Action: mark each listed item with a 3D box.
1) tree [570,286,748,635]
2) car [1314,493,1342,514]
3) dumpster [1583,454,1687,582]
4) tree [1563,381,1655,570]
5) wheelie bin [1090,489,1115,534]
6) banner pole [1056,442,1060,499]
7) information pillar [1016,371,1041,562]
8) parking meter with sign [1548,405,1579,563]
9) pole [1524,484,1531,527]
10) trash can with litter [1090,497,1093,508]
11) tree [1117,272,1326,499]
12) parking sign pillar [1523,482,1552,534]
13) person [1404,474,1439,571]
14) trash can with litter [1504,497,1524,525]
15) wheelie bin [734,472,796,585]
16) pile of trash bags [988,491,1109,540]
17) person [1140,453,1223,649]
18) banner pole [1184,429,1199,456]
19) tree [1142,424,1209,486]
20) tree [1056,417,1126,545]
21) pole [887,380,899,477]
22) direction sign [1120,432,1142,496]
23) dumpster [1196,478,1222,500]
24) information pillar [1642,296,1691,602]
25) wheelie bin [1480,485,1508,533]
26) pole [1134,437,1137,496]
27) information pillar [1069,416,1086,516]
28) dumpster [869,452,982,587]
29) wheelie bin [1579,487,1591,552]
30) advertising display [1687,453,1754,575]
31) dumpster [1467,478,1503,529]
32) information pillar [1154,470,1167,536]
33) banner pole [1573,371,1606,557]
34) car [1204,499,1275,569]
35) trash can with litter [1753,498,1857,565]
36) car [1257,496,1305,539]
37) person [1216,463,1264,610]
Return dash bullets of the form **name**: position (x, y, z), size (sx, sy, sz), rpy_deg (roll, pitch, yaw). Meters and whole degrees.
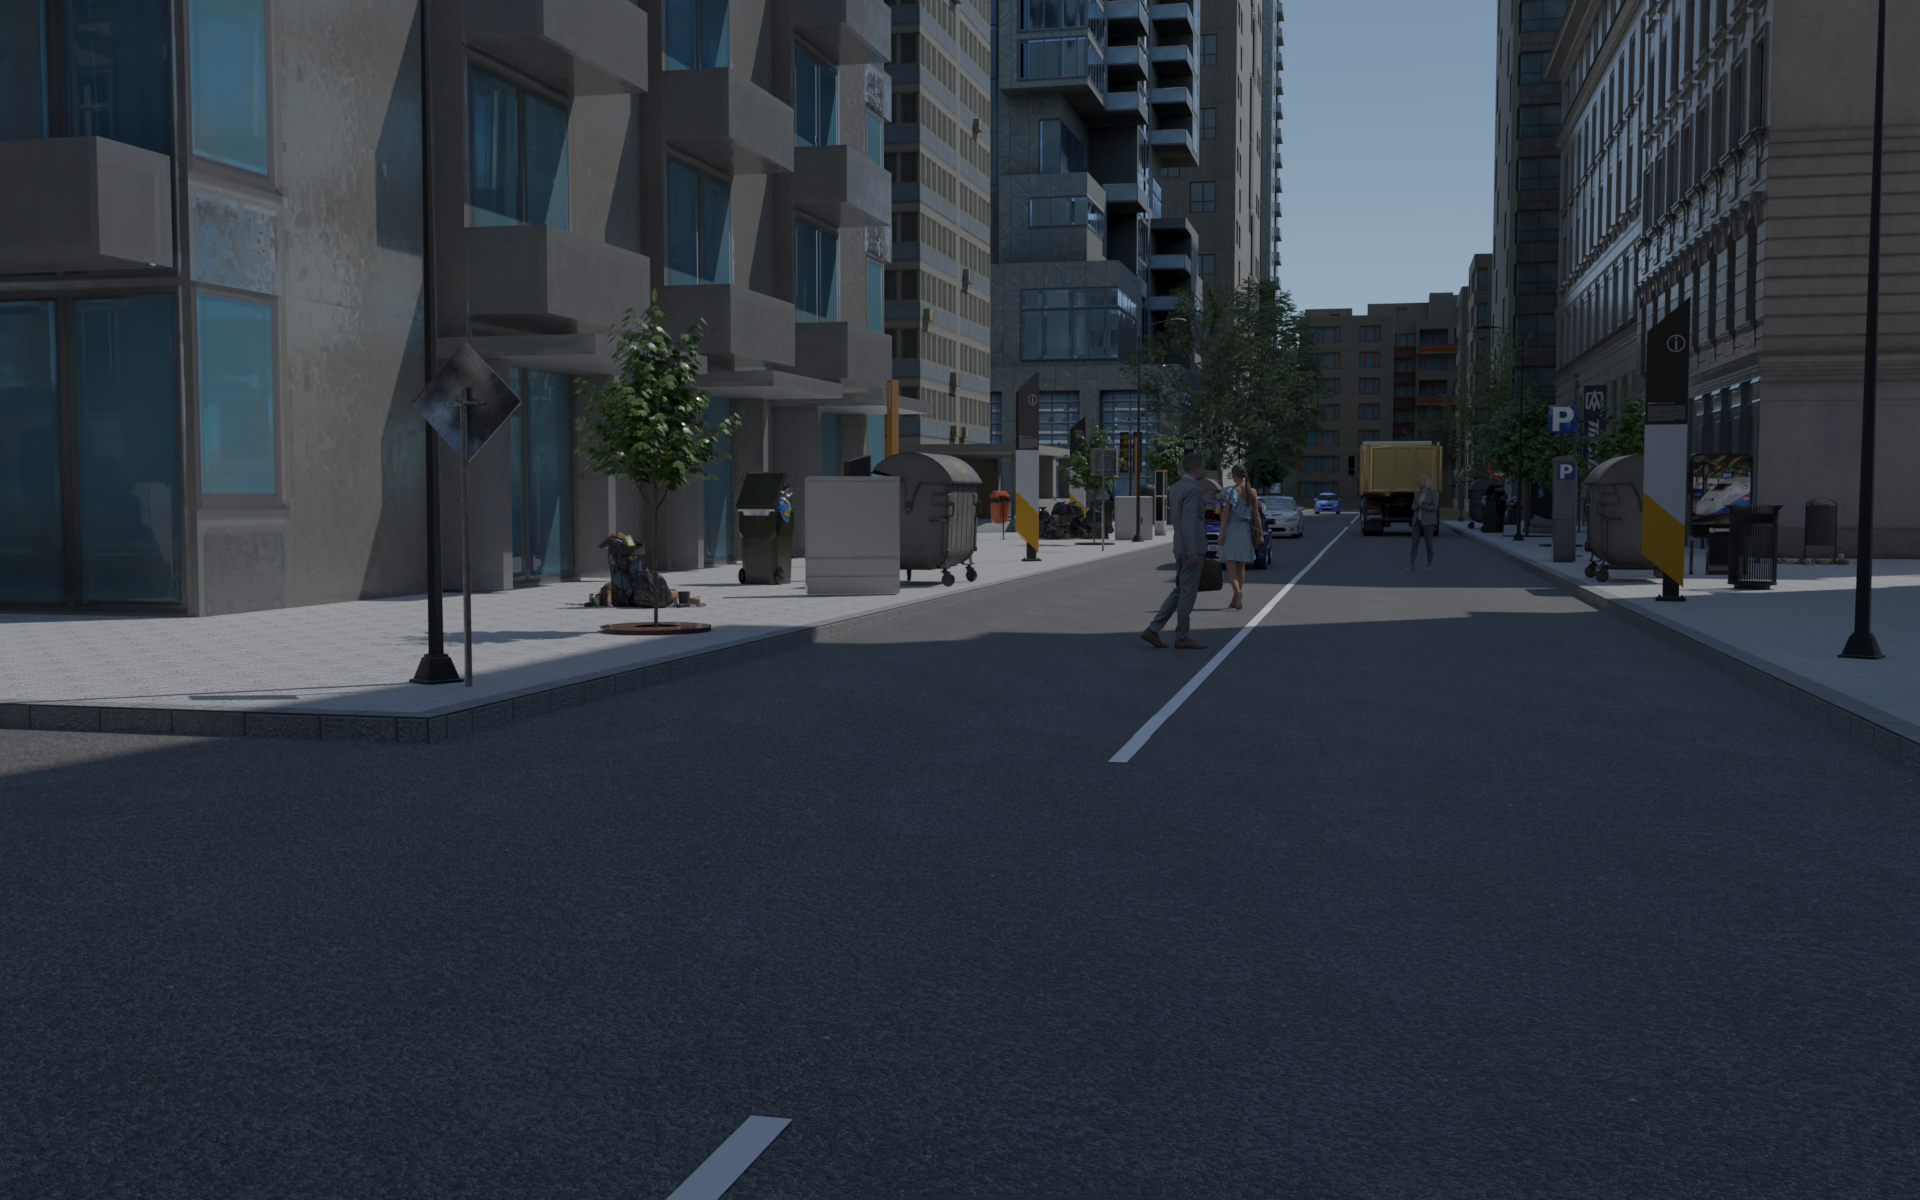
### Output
- **tree**: position (-2.739, -1.321, 16.202), size (1.663, 3.219, 1.824), rpy_deg (0, 3, 0)
- **car**: position (26.170, -6.950, 123.218), size (1.945, 1.707, 3.694), rpy_deg (1, 4, 14)
- **dumpster**: position (9.985, -1.217, 25.652), size (1.264, 1.857, 1.865), rpy_deg (1, 4, 13)
- **tree**: position (11.502, -2.152, 29.791), size (1.663, 3.219, 1.824), rpy_deg (0, 3, 0)
- **wheelie bin**: position (4.618, -2.956, 56.240), size (0.693, 1.594, 0.980), rpy_deg (-1, 4, -22)
- **banner pole**: position (4.614, -5.726, 83.640), size (0.863, 3.779, 0.401), rpy_deg (-3, 5, -41)
- **information pillar**: position (1.291, -2.539, 32.870), size (0.504, 3.616, 0.183), rpy_deg (-2, 4, -31)
- **parking meter with sign**: position (11.557, -2.257, 33.161), size (0.543, 3.016, 1.738), rpy_deg (1, 4, 16)
- **pole**: position (20.945, -4.283, 63.874), size (0.158, 3.312, 0.155), rpy_deg (0, 3, 0)
- **trash can with litter**: position (6.390, -4.182, 79.768), size (0.624, 1.170, 1.055), rpy_deg (-1, 4, -22)
- **tree**: position (10.915, -8.416, 72.018), size (8.767, 10.594, 7.601), rpy_deg (0, 4, -1)
- **parking sign pillar**: position (19.233, -4.176, 56.751), size (1.447, 3.967, 1.447), rpy_deg (-1, 4, -12)
- **person**: position (8.656, -1.447, 32.349), size (0.526, 1.800, 0.537), rpy_deg (-3, 4, -37)
- **trash can with litter**: position (22.728, -3.678, 71.518), size (1.055, 1.170, 0.624), rpy_deg (-2, 4, -31)
- **wheelie bin**: position (-2.777, -1.028, 24.713), size (0.980, 1.594, 0.693), rpy_deg (1, 4, 22)
- **pile of trash bags**: position (2.417, -2.415, 49.231), size (3.447, 1.369, 1.912), rpy_deg (-1, 4, -23)
- **person**: position (2.118, -0.454, 16.038), size (0.853, 1.813, 0.709), rpy_deg (-1, 4, -15)
- **banner pole**: position (8.888, -4.661, 66.218), size (0.863, 3.779, 0.401), rpy_deg (-2, 4, -30)
- **tree**: position (10.127, -5.947, 80.950), size (4.285, 4.588, 4.351), rpy_deg (0, 3, 0)
- **tree**: position (3.404, -3.012, 43.843), size (1.663, 3.219, 1.824), rpy_deg (0, 3, 0)
- **pole**: position (-1.206, -2.279, 31.112), size (0.158, 3.312, 0.155), rpy_deg (0, 3, 0)
- **direction sign**: position (6.202, -4.338, 62.922), size (0.876, 3.537, 0.379), rpy_deg (2, 4, 30)
- **dumpster**: position (8.991, -3.563, 64.014), size (1.264, 1.857, 1.865), rpy_deg (1, 4, 14)
- **information pillar**: position (8.439, -1.793, 20.675), size (0.504, 3.616, 0.183), rpy_deg (1, 4, 23)
- **wheelie bin**: position (17.712, -3.026, 57.377), size (0.980, 1.594, 0.693), rpy_deg (-3, 4, -37)
- **pole**: position (6.351, -4.182, 62.222), size (0.158, 3.312, 0.155), rpy_deg (0, 3, 0)
- **information pillar**: position (3.543, -3.709, 51.991), size (0.504, 3.616, 0.183), rpy_deg (1, 4, 16)
- **dumpster**: position (-0.494, -1.159, 24.709), size (1.264, 1.857, 1.865), rpy_deg (1, 4, 14)
- **wheelie bin**: position (14.265, -1.871, 38.499), size (0.980, 1.594, 0.693), rpy_deg (2, 4, 34)
- **advertising display**: position (12.054, -1.361, 27.473), size (0.974, 1.923, 0.123), rpy_deg (0, 4, 2)
- **dumpster**: position (19.342, -3.544, 63.695), size (1.264, 1.857, 1.865), rpy_deg (1, 4, 14)
- **information pillar**: position (6.187, -2.991, 53.394), size (0.304, 2.012, 0.304), rpy_deg (1, 4, 23)
- **banner pole**: position (12.710, -2.763, 35.184), size (0.401, 3.779, 0.863), rpy_deg (-3, 5, -45)
- **car**: position (5.264, -1.327, 34.269), size (1.945, 1.354, 3.894), rpy_deg (1, 4, 12)
- **trash can with litter**: position (15.403, -1.274, 31.892), size (2.233, 1.210, 1.678), rpy_deg (1, 4, 20)
- **car**: position (10.392, -2.757, 57.439), size (2.083, 1.381, 4.827), rpy_deg (1, 4, 14)
- **person**: position (3.495, -0.791, 21.532), size (0.616, 1.811, 0.778), rpy_deg (0, 4, -3)
